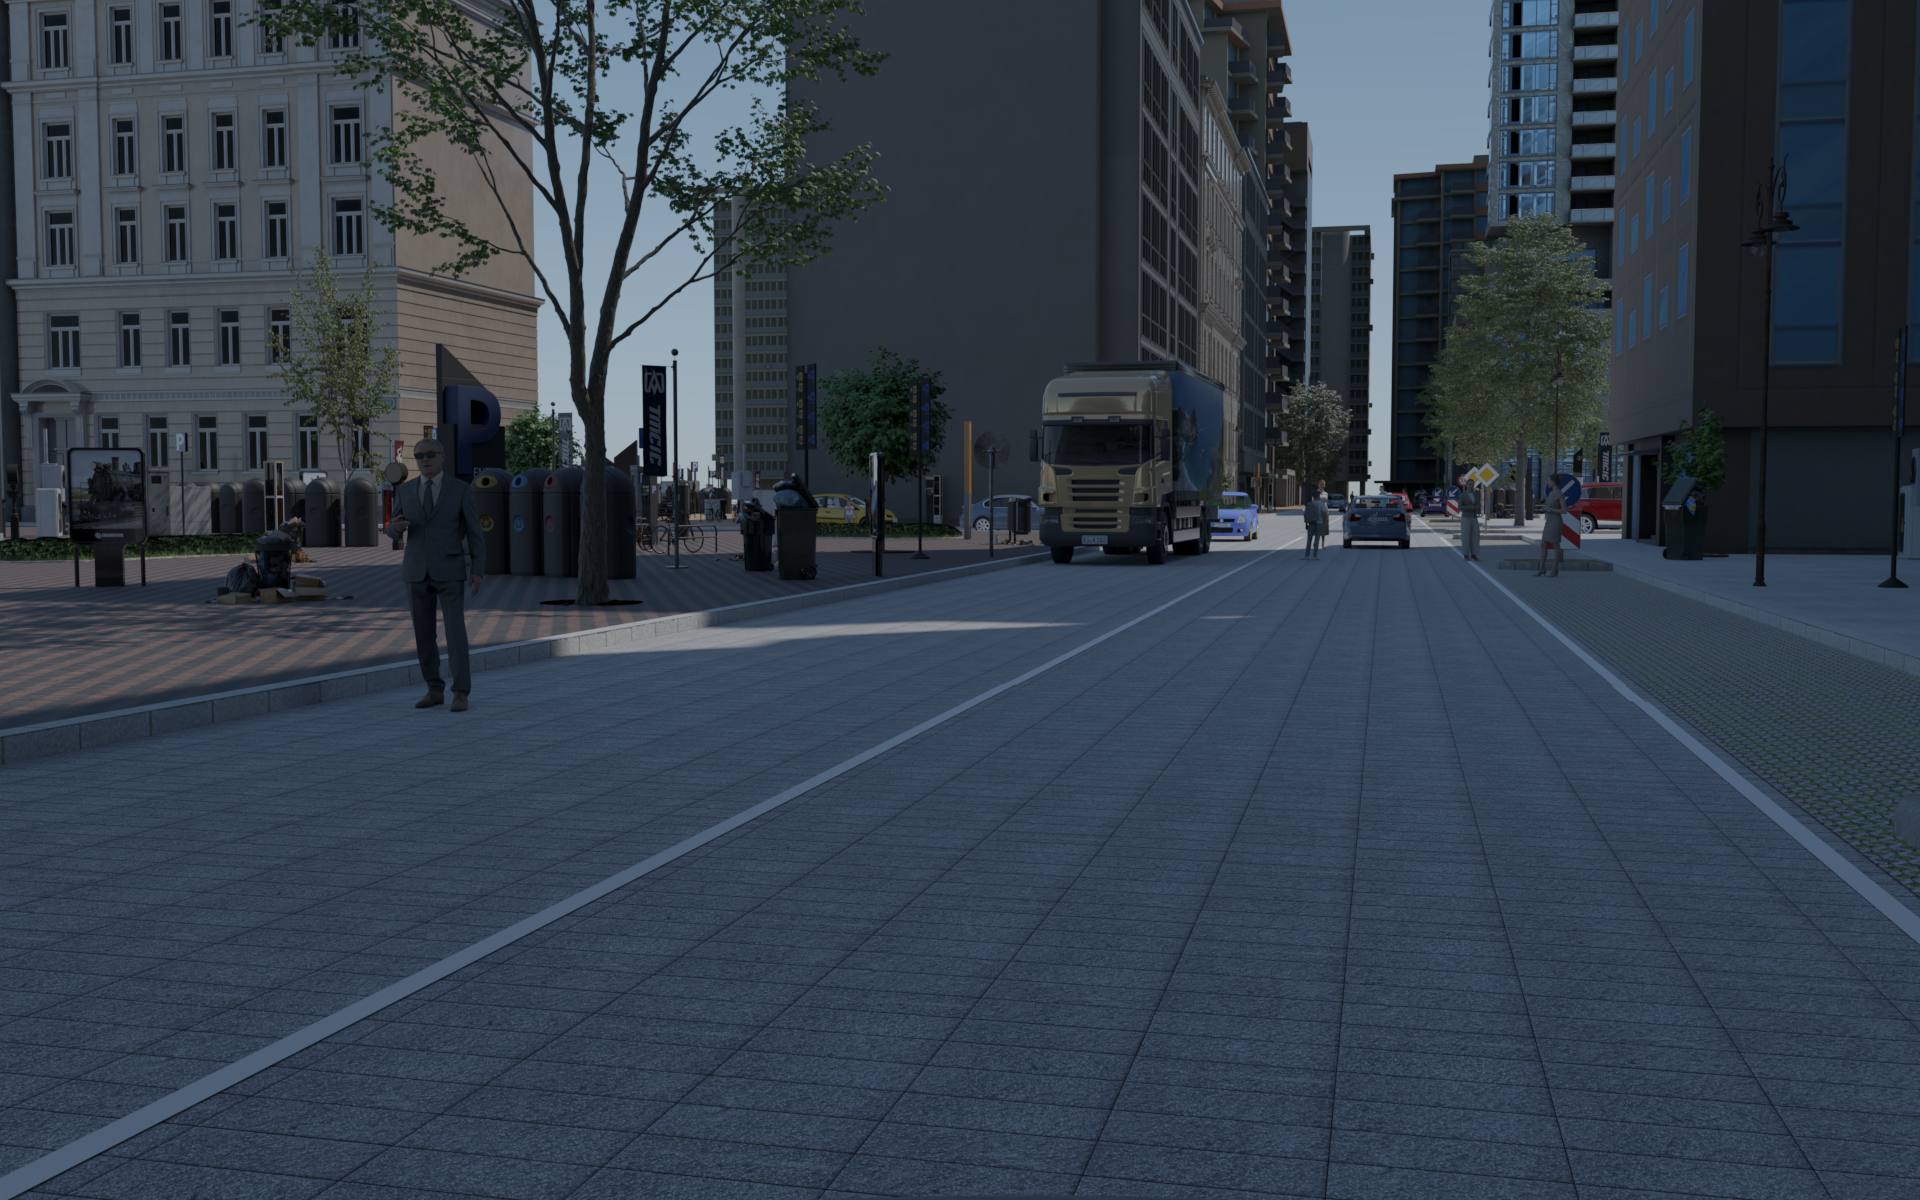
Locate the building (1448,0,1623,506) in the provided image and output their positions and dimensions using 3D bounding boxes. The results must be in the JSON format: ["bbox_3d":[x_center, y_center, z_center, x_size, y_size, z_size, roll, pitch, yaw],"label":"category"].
[{"bbox_3d":[54.003,-50.982,146.220,22.319,86.520,31.000,1,4,14],"label":"building"}]

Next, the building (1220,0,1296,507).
[{"bbox_3d":[24.410,-45.311,179.083,20.563,71.187,20.611,1,4,14],"label":"building"}]

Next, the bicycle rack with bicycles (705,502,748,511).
[{"bbox_3d":[-10.513,-4.010,78.937,2.852,0.926,2.925,1,4,11],"label":"bicycle rack with bicycles"}]

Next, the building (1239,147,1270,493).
[{"bbox_3d":[14.589,-20.379,126.696,14.314,27.812,24.014,1,4,14],"label":"building"}]

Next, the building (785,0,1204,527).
[{"bbox_3d":[2.712,-17.460,78.981,14.314,27.812,24.014,1,4,14],"label":"building"}]

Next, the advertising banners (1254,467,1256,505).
[{"bbox_3d":[17.285,-6.444,101.551,0.090,3.025,2.074,1,4,11],"label":"advertising banners"}]

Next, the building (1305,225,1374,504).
[{"bbox_3d":[44.128,-33.336,236.920,23.993,40.220,32.217,1,4,14],"label":"building"}]

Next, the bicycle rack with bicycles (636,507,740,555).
[{"bbox_3d":[-6.739,-1.485,37.655,2.852,0.926,2.925,2,4,28],"label":"bicycle rack with bicycles"}]

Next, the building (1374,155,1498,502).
[{"bbox_3d":[69.193,-34.941,225.911,28.867,44.769,22.147,1,4,14],"label":"building"}]

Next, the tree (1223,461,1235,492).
[{"bbox_3d":[13.038,-5.665,87.228,1.663,3.219,1.824,0,3,0],"label":"tree"}]

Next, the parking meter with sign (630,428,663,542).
[{"bbox_3d":[-8.513,-3.065,46.366,0.543,3.016,1.738,-2,4,-25],"label":"parking meter with sign"}]

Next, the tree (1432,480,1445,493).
[{"bbox_3d":[58.041,-13.192,210.289,1.663,3.219,1.824,0,3,0],"label":"tree"}]

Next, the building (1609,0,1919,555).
[{"bbox_3d":[23.894,-23.888,40.678,14.600,45.320,14.200,1,4,14],"label":"building"}]

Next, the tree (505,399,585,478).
[{"bbox_3d":[-14.628,-4.670,60.070,4.285,4.588,4.351,0,3,0],"label":"tree"}]

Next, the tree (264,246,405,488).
[{"bbox_3d":[-18.251,-6.166,51.184,4.737,8.622,4.395,0,3,0],"label":"tree"}]

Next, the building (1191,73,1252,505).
[{"bbox_3d":[9.943,-18.667,102.463,12.463,27.353,25.104,1,4,14],"label":"building"}]

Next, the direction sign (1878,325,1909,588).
[{"bbox_3d":[12.820,-1.938,23.689,0.379,3.537,0.876,1,4,20],"label":"direction sign"}]

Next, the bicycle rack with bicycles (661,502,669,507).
[{"bbox_3d":[-14.345,-4.190,81.895,2.925,0.926,2.852,0,4,-1],"label":"bicycle rack with bicycles"}]

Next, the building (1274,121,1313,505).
[{"bbox_3d":[34.169,-33.994,205.907,14.200,45.320,14.600,1,4,14],"label":"building"}]

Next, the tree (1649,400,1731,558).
[{"bbox_3d":[15.289,-2.499,35.467,1.663,3.219,1.824,0,3,0],"label":"tree"}]

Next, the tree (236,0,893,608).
[{"bbox_3d":[-4.213,-5.742,19.637,9.928,11.665,9.643,0,3,0],"label":"tree"}]

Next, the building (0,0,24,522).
[{"bbox_3d":[-51.514,-16.389,85.984,19.932,24.808,12.078,1,4,14],"label":"building"}]

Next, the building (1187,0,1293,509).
[{"bbox_3d":[17.932,-30.603,154.981,22.147,44.769,28.867,1,4,14],"label":"building"}]

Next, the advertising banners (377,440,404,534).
[{"bbox_3d":[-18.475,-3.644,55.774,0.090,3.025,2.074,1,4,16],"label":"advertising banners"}]

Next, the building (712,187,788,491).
[{"bbox_3d":[-15.024,-31.610,208.703,23.993,40.220,32.217,1,4,14],"label":"building"}]

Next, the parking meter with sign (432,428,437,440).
[{"bbox_3d":[-13.093,-3.050,46.122,1.738,3.016,0.543,-2,4,-30],"label":"parking meter with sign"}]

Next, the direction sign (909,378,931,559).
[{"bbox_3d":[-0.789,-2.582,34.220,0.379,3.537,0.876,-2,4,-28],"label":"direction sign"}]

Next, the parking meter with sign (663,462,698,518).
[{"bbox_3d":[-14.983,-5.940,93.373,1.738,3.016,0.543,2,4,27],"label":"parking meter with sign"}]

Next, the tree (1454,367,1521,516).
[{"bbox_3d":[30.138,-9.101,99.158,4.360,8.622,3.978,0,3,0],"label":"tree"}]

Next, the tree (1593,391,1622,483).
[{"bbox_3d":[42.264,-10.077,115.117,4.737,8.622,4.395,0,3,0],"label":"tree"}]

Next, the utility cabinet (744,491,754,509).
[{"bbox_3d":[-16.670,-7.848,136.993,1.173,1.500,0.318,1,4,23],"label":"utility cabinet"}]

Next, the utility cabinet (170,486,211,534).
[{"bbox_3d":[-22.503,-2.559,50.516,0.318,1.500,1.173,3,5,43],"label":"utility cabinet"}]

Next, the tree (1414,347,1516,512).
[{"bbox_3d":[36.038,-12.030,122.446,9.928,11.665,9.643,0,3,0],"label":"tree"}]

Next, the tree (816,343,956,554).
[{"bbox_3d":[-1.650,-3.319,37.982,4.285,4.588,4.351,0,3,0],"label":"tree"}]

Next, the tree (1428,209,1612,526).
[{"bbox_3d":[22.901,-9.246,69.295,7.486,12.596,7.792,0,3,0],"label":"tree"}]

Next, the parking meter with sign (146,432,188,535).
[{"bbox_3d":[-22.522,-3.189,48.408,0.543,3.016,1.738,3,4,37],"label":"parking meter with sign"}]

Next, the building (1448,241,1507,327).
[{"bbox_3d":[63.056,-26.110,198.597,14.160,30.474,14.107,1,4,14],"label":"building"}]

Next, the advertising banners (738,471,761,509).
[{"bbox_3d":[-15.996,-8.274,131.468,2.074,3.025,0.090,-3,4,-36],"label":"advertising banners"}]

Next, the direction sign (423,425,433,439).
[{"bbox_3d":[-17.322,-3.995,57.323,0.379,3.537,0.876,3,5,44],"label":"direction sign"}]

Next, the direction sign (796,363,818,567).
[{"bbox_3d":[-2.700,-2.352,30.451,0.379,3.537,0.876,-2,4,-28],"label":"direction sign"}]

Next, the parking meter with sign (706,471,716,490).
[{"bbox_3d":[-18.624,-8.115,128.947,0.543,3.016,1.738,-1,4,-23],"label":"parking meter with sign"}]

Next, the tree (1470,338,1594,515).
[{"bbox_3d":[25.440,-7.855,78.797,4.737,8.622,4.395,0,3,0],"label":"tree"}]

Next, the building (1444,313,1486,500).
[{"bbox_3d":[64.229,-20.271,176.477,27.650,21.520,28.899,1,4,14],"label":"building"}]

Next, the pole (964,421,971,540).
[{"bbox_3d":[0.219,-3.357,48.738,0.158,3.312,0.155,0,3,0],"label":"pole"}]

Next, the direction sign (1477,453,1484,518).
[{"bbox_3d":[28.186,-6.235,93.941,0.379,3.537,0.876,0,4,-5],"label":"direction sign"}]

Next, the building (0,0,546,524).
[{"bbox_3d":[-31.888,-18.099,81.824,20.117,28.700,13.634,1,4,14],"label":"building"}]

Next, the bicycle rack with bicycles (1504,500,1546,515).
[{"bbox_3d":[34.030,-5.519,103.612,2.925,0.926,2.852,-1,4,-11],"label":"bicycle rack with bicycles"}]

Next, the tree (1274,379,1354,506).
[{"bbox_3d":[38.912,-17.509,192.921,9.857,13.997,8.962,0,3,0],"label":"tree"}]
